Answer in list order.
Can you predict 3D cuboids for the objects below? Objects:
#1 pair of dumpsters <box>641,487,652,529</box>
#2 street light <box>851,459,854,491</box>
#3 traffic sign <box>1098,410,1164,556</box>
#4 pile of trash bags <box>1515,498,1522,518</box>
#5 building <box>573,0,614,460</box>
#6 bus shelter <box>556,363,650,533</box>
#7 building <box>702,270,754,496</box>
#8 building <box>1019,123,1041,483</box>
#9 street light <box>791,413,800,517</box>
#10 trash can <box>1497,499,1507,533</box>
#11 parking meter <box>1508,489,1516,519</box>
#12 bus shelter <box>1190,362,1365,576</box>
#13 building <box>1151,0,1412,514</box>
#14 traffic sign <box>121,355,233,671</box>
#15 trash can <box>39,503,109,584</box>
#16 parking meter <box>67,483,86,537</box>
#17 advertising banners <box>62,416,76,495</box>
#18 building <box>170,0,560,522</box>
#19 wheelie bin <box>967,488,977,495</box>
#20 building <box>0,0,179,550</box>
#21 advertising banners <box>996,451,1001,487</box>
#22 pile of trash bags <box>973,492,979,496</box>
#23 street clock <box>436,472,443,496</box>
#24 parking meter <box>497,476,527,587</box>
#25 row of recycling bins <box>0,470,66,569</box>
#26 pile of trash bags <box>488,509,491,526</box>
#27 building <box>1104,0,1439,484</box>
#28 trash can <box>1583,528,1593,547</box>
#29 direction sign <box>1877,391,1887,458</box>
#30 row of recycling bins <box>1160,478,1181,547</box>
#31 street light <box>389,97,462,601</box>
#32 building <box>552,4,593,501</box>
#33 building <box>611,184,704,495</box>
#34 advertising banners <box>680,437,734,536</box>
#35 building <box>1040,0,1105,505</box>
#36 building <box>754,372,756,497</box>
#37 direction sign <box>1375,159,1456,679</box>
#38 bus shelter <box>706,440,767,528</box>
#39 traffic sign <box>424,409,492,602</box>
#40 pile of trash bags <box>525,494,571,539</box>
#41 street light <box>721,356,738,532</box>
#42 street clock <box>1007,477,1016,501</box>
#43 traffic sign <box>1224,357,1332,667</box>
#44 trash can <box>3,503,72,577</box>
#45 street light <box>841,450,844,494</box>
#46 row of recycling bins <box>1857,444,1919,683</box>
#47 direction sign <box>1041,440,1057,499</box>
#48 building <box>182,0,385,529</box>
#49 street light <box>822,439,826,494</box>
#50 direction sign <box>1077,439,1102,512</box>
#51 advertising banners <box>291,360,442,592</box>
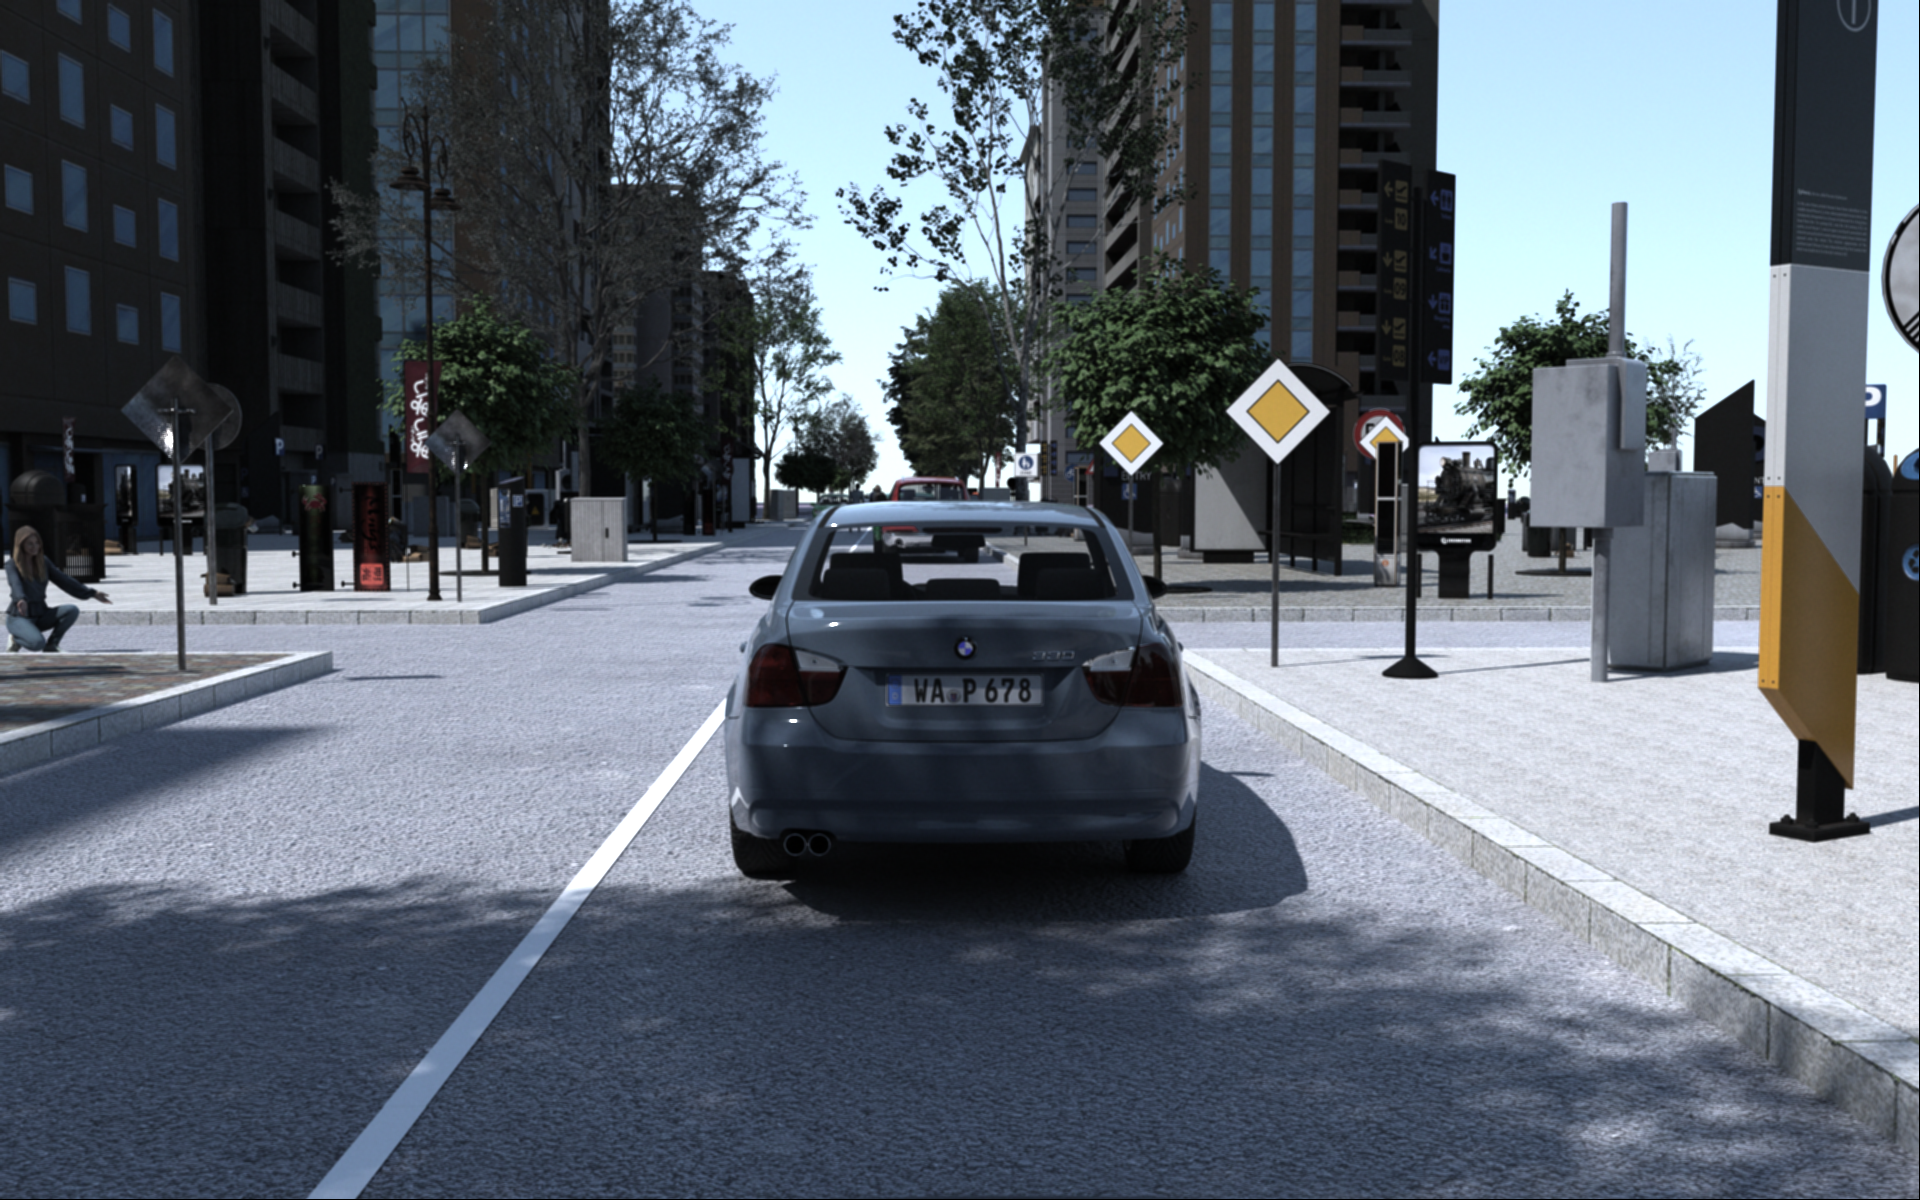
[{"bbox_3d":[-12.109,-3.757,63.925,1.574,2.255,4.437,0,4,-2],"label":"pair of dumpsters"},{"bbox_3d":[-13.517,-14.974,217.617,0.468,5.910,1.993,0,4,-2],"label":"street light"},{"bbox_3d":[2.046,-1.048,20.783,0.795,2.450,0.064,0,4,-2],"label":"traffic sign"},{"bbox_3d":[31.835,-5.247,95.548,3.447,1.369,1.912,-3,5,-44],"label":"pile of trash bags"},{"bbox_3d":[-35.381,-42.394,131.392,20.563,71.187,20.611,0,4,-2],"label":"building"},{"bbox_3d":[-11.483,-4.786,55.886,2.179,5.291,8.768,0,4,-2],"label":"bus shelter"},{"bbox_3d":[-34.808,-27.660,223.946,14.160,30.474,14.107,0,4,-2],"label":"building"},{"bbox_3d":[23.312,-39.924,241.997,28.713,52.752,27.495,0,4,-2],"label":"building"},{"bbox_3d":[-9.181,-7.608,97.177,0.468,5.910,1.993,0,4,-2],"label":"street light"},{"bbox_3d":[16.834,-2.620,54.488,0.748,1.137,0.748,0,3,0],"label":"trash can"},{"bbox_3d":[28.000,-4.862,87.903,0.372,1.533,0.369,0,3,0],"label":"parking meter"},{"bbox_3d":[5.123,-2.172,29.436,2.014,3.302,5.546,0,4,-2],"label":"bus shelter"},{"bbox_3d":[20.571,-28.384,114.196,14.600,45.320,14.200,0,4,-2],"label":"building"},{"bbox_3d":[-5.655,-0.544,12.536,0.795,2.450,0.064,0,4,-2],"label":"traffic sign"},{"bbox_3d":[-12.667,-0.814,24.962,0.748,1.137,0.748,0,3,0],"label":"trash can"},{"bbox_3d":[-19.713,-1.850,38.663,0.372,1.533,0.369,0,3,0],"label":"parking meter"},{"bbox_3d":[-20.127,-2.576,38.308,0.090,3.025,2.074,0,4,6],"label":"advertising banners"},{"bbox_3d":[-28.247,-26.596,84.954,14.600,45.320,14.200,0,4,-2],"label":"building"},{"bbox_3d":[0.635,-5.159,92.259,0.980,1.594,0.693,0,3,0],"label":"wheelie bin"},{"bbox_3d":[-28.265,-23.889,40.700,14.600,45.320,14.200,0,4,-2],"label":"building"},{"bbox_3d":[1.275,-4.635,71.963,0.090,3.025,2.074,-1,4,-22],"label":"advertising banners"},{"bbox_3d":[1.097,-4.849,89.031,1.912,1.369,3.447,1,4,10],"label":"pile of trash bags"},{"bbox_3d":[-16.797,-3.121,55.591,0.471,2.002,0.358,3,4,36],"label":"street clock"},{"bbox_3d":[-6.227,-0.958,24.074,0.372,1.533,0.369,0,3,0],"label":"parking meter"},{"bbox_3d":[-17.185,-1.365,29.437,3.534,1.692,1.069,-2,4,-28],"label":"row of recycling bins"},{"bbox_3d":[-17.309,-3.542,67.670,1.912,1.369,3.447,-2,4,-26],"label":"pile of trash bags"},{"bbox_3d":[22.833,-31.092,132.058,21.300,48.544,21.600,0,4,-2],"label":"building"},{"bbox_3d":[15.438,-1.854,41.962,0.748,1.137,0.748,0,3,0],"label":"trash can"},{"bbox_3d":[19.970,-2.789,37.604,0.379,3.537,0.876,1,4,19],"label":"direction sign"},{"bbox_3d":[5.737,-2.136,42.030,1.069,1.692,3.534,-2,4,-26],"label":"row of recycling bins"},{"bbox_3d":[-6.348,-2.933,20.745,0.468,5.910,1.993,0,4,-2],"label":"street light"},{"bbox_3d":[-38.469,-31.717,107.820,28.713,52.752,27.495,0,4,-2],"label":"building"},{"bbox_3d":[-43.323,-31.342,204.314,32.217,40.220,23.993,0,4,-2],"label":"building"},{"bbox_3d":[-7.828,-3.520,53.732,2.074,3.025,0.090,2,4,29],"label":"advertising banners"},{"bbox_3d":[20.437,-41.032,212.869,21.231,58.520,28.212,0,4,-2],"label":"building"},{"bbox_3d":[-35.768,-28.520,238.001,14.160,30.474,14.107,0,4,-2],"label":"building"},{"bbox_3d":[3.169,-1.229,12.093,0.876,3.537,0.379,-3,5,-41],"label":"direction sign"},{"bbox_3d":[-8.673,-4.482,67.209,2.014,3.302,5.546,0,4,-2],"label":"bus shelter"},{"bbox_3d":[-5.944,-1.032,20.516,0.795,2.450,0.064,0,4,-2],"label":"traffic sign"},{"bbox_3d":[-11.393,-2.461,49.993,3.447,1.369,1.912,0,4,2],"label":"pile of trash bags"},{"bbox_3d":[-7.729,-5.219,58.118,0.468,5.910,1.993,0,4,-2],"label":"street light"},{"bbox_3d":[2.297,-4.327,75.311,0.471,2.002,0.358,2,4,29],"label":"street clock"},{"bbox_3d":[2.334,-0.560,12.803,0.795,2.450,0.064,0,4,-2],"label":"traffic sign"},{"bbox_3d":[-14.081,-0.895,26.285,0.748,1.137,0.748,0,3,0],"label":"trash can"},{"bbox_3d":[-12.200,-12.690,180.267,0.468,5.910,1.993,0,4,-2],"label":"street light"},{"bbox_3d":[6.954,-0.267,11.473,1.069,1.692,3.534,-1,4,-23],"label":"row of recycling bins"},{"bbox_3d":[3.764,-4.985,73.497,0.876,3.537,0.379,3,5,43],"label":"direction sign"},{"bbox_3d":[-30.366,-17.829,63.204,14.160,30.474,14.107,0,4,-2],"label":"building"},{"bbox_3d":[-10.562,-9.892,134.524,0.468,5.910,1.993,0,4,-2],"label":"street light"},{"bbox_3d":[2.517,-2.388,31.038,0.876,3.537,0.379,1,4,18],"label":"direction sign"},{"bbox_3d":[-7.760,-1.621,22.696,2.074,3.025,0.090,0,4,5],"label":"advertising banners"}]
